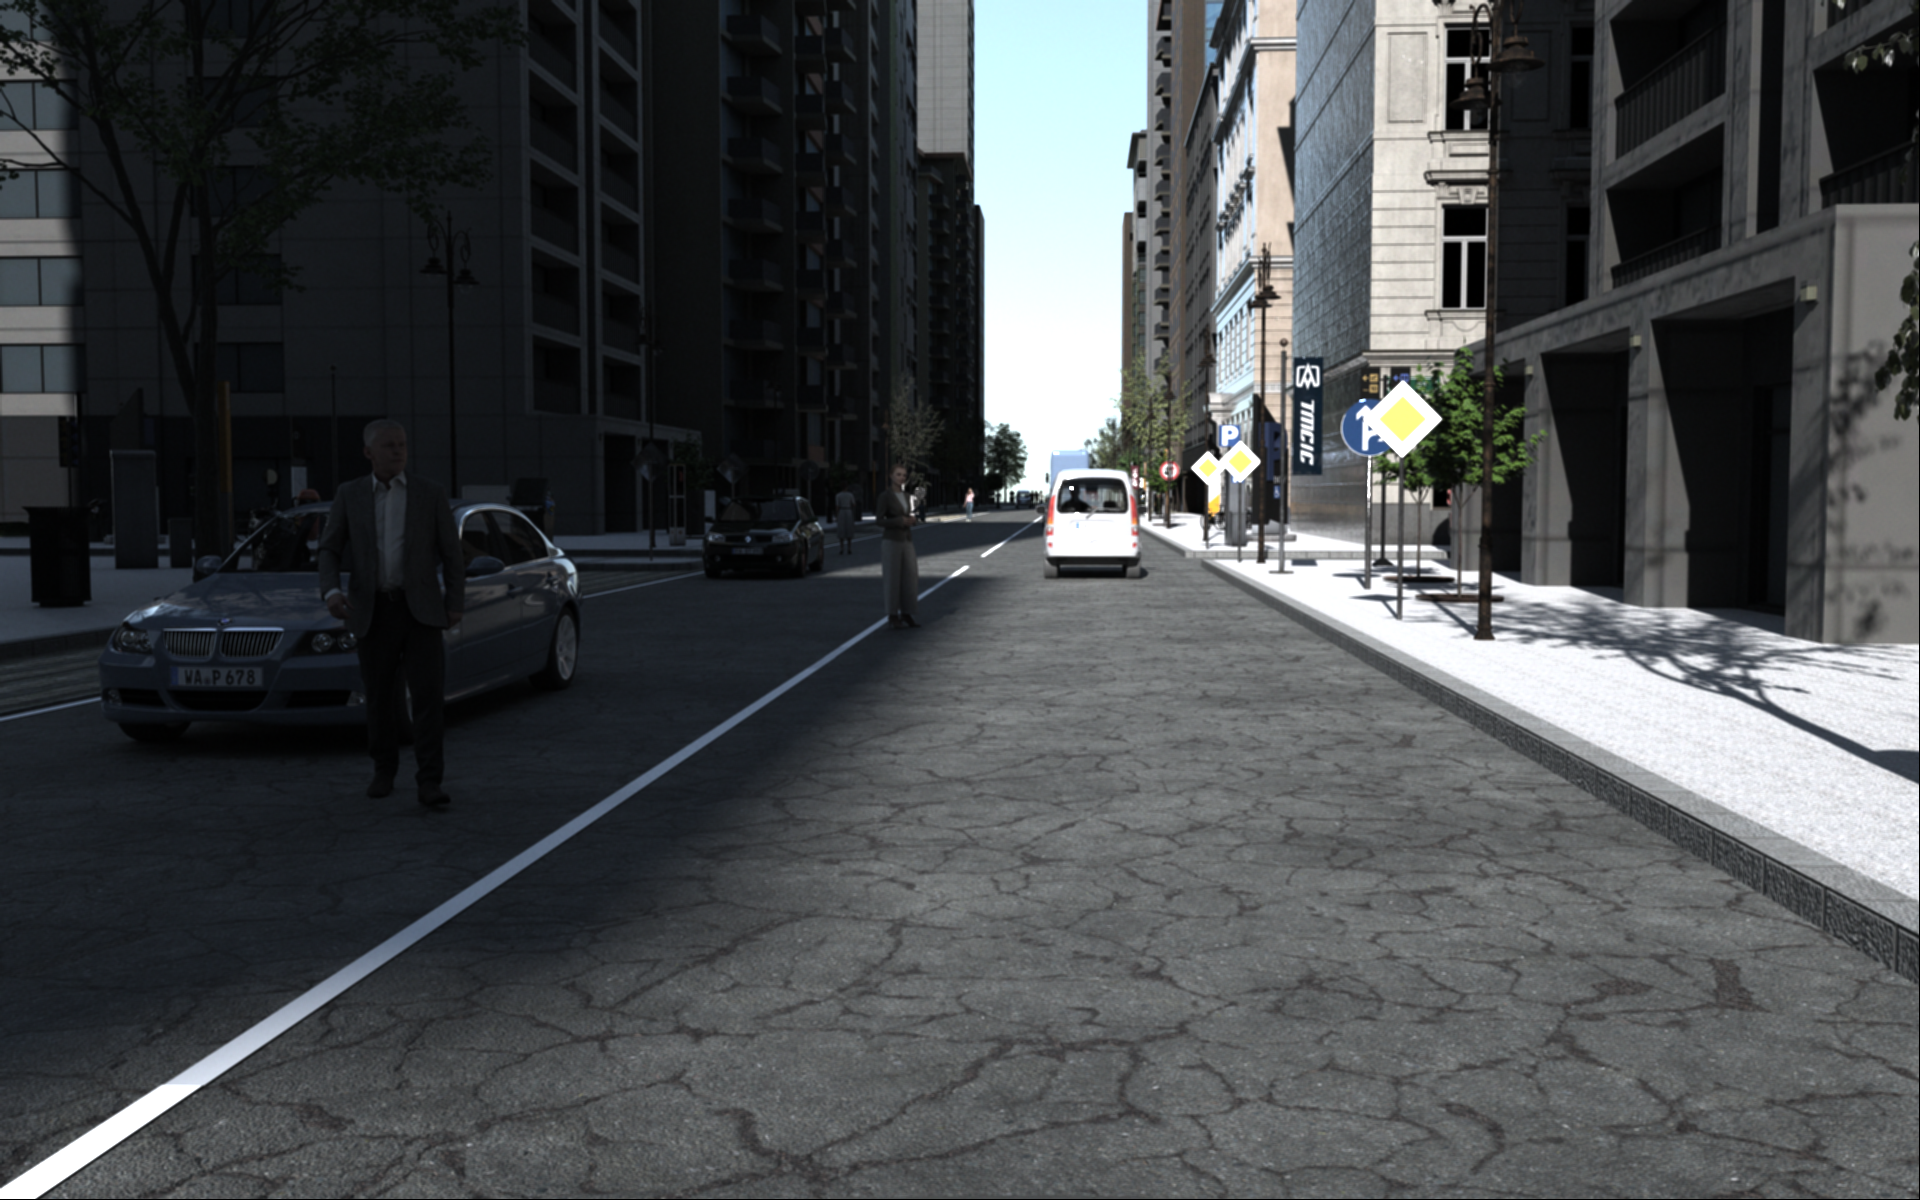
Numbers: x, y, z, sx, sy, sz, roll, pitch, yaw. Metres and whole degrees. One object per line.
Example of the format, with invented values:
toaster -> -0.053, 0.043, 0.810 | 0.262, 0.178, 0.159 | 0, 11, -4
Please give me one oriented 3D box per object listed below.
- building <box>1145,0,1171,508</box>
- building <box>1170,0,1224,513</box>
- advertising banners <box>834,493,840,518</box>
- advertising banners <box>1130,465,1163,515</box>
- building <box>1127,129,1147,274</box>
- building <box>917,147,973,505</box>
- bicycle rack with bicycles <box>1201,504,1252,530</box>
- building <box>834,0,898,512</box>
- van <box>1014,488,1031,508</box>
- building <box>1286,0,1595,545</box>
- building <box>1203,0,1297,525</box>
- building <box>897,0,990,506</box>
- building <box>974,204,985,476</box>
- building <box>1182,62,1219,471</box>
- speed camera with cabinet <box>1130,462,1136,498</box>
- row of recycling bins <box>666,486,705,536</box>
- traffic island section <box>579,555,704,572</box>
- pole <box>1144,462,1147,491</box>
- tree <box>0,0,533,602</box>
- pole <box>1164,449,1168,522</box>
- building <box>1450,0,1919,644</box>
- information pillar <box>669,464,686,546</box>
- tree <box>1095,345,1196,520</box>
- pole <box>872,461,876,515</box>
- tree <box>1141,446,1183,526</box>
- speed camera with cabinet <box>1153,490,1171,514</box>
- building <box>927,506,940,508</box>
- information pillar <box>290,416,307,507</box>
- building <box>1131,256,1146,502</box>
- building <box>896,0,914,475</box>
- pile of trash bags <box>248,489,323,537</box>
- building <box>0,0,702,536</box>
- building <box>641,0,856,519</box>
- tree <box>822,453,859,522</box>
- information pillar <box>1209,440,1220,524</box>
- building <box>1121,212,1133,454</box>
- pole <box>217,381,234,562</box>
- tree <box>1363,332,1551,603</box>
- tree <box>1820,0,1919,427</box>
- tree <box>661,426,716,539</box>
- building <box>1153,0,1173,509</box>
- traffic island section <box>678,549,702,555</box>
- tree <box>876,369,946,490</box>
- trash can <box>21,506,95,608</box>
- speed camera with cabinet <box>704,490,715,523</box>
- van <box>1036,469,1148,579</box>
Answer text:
building -> 29.064, -38.556, 172.386 | 21.231, 58.520, 28.212 | 0, 4, 4
building -> 22.197, -28.907, 122.732 | 14.600, 45.320, 14.200 | 0, 4, 4
advertising banners -> -6.518, -6.017, 94.572 | 0.090, 3.025, 2.074 | 1, 4, 13
advertising banners -> 11.389, -6.673, 105.293 | 2.074, 3.025, 0.090 | 1, 4, 10
building -> 38.215, -40.096, 244.813 | 28.713, 52.752, 27.495 | 0, 4, 4
building -> -9.817, -34.436, 217.649 | 22.147, 44.769, 28.867 | 0, 4, 4
bicycle rack with bicycles -> 9.855, -2.945, 61.534 | 2.925, 0.926, 2.852 | -1, 4, -22
building -> -12.136, -26.911, 123.590 | 14.154, 41.232, 14.086 | 0, 4, 4
van -> 6.541, -10.488, 178.489 | 2.013, 2.044, 4.112 | 0, 4, 2
building -> 32.134, -16.671, 48.982 | 44.131, 29.872, 17.030 | 0, 4, 4
building -> 18.834, -17.973, 79.760 | 13.634, 28.700, 20.117 | 0, 4, 4
building -> -6.247, -49.129, 241.504 | 20.563, 71.187, 20.611 | 0, 4, 4
building -> -3.555, -37.337, 260.573 | 14.600, 45.320, 14.200 | 0, 4, 4
building -> 21.055, -18.894, 102.432 | 14.314, 27.812, 24.014 | 0, 4, 4
speed camera with cabinet -> 10.498, -6.898, 107.121 | 0.660, 3.252, 2.038 | 1, 4, 10
row of recycling bins -> -8.723, -2.944, 55.255 | 1.069, 1.692, 3.534 | -1, 4, -16
traffic island section -> -5.953, -0.672, 33.276 | 2.009, 0.180, 2.903 | 0, 4, 4
pole -> 11.921, -7.198, 111.536 | 0.158, 3.312, 0.155 | 0, 3, 0
tree -> -9.136, -5.785, 20.345 | 9.928, 11.665, 9.643 | 0, 3, 0
pole -> 9.349, -5.178, 78.510 | 0.158, 3.312, 0.155 | 0, 3, 0
building -> 17.870, -35.366, 16.490 | 20.563, 71.187, 20.611 | 0, 4, 4
information pillar -> -6.999, -2.347, 42.863 | 0.304, 2.012, 0.304 | -3, 5, -39
tree -> 9.621, -8.336, 86.658 | 4.737, 8.622, 4.395 | 0, 3, 0
pole -> -5.251, -6.842, 105.712 | 0.158, 3.312, 0.155 | 0, 3, 0
tree -> 8.222, -4.648, 70.596 | 1.663, 3.219, 1.824 | 0, 3, 0
speed camera with cabinet -> 12.698, -6.996, 108.719 | 0.660, 3.252, 2.038 | -1, 4, -10
building -> -12.519, -44.620, 167.783 | 20.563, 71.187, 20.611 | 0, 4, 4
information pillar -> -20.038, -3.738, 52.477 | 0.183, 3.616, 0.504 | 2, 4, 33
building -> 28.430, -26.843, 210.580 | 14.160, 30.474, 14.107 | 0, 4, 4
building -> -18.215, -33.971, 144.666 | 28.713, 52.752, 27.495 | 0, 4, 4
pile of trash bags -> -11.423, -1.258, 30.326 | 1.912, 1.369, 3.447 | -1, 4, -21
building -> -20.602, -38.146, 61.946 | 20.563, 71.187, 20.611 | 0, 4, 4
building -> -17.670, -26.995, 95.987 | 22.147, 44.769, 28.867 | 0, 4, 4
tree -> -5.632, -5.236, 80.207 | 1.663, 3.219, 1.824 | 0, 3, 0
information pillar -> 10.860, -5.062, 74.120 | 0.504, 3.616, 0.183 | 0, 4, -1
building -> 31.876, -37.690, 266.342 | 14.600, 45.320, 14.200 | 0, 4, 4
pole -> -13.284, -2.293, 31.338 | 0.158, 3.312, 0.155 | 0, 3, 0
tree -> 5.920, -1.599, 20.746 | 1.663, 3.219, 1.824 | 0, 3, 0
tree -> 4.460, -3.460, 6.940 | 4.360, 8.622, 3.978 | 0, 3, 0
tree -> -7.877, -3.367, 49.656 | 1.663, 3.219, 1.824 | 0, 3, 0
building -> 27.502, -29.953, 144.359 | 22.147, 44.769, 28.867 | 0, 4, 4
traffic island section -> -5.417, -1.160, 41.243 | 2.009, 0.180, 2.903 | 0, 4, 4
tree -> -3.214, -9.267, 101.883 | 4.360, 8.622, 3.978 | 0, 3, 0
trash can -> -10.266, -0.496, 19.761 | 0.748, 1.137, 0.748 | 0, 3, 0
speed camera with cabinet -> -11.829, -5.147, 78.485 | 0.660, 3.252, 2.038 | -3, 4, -38
van -> 2.332, -1.446, 30.655 | 2.013, 2.044, 4.112 | 0, 4, 4
